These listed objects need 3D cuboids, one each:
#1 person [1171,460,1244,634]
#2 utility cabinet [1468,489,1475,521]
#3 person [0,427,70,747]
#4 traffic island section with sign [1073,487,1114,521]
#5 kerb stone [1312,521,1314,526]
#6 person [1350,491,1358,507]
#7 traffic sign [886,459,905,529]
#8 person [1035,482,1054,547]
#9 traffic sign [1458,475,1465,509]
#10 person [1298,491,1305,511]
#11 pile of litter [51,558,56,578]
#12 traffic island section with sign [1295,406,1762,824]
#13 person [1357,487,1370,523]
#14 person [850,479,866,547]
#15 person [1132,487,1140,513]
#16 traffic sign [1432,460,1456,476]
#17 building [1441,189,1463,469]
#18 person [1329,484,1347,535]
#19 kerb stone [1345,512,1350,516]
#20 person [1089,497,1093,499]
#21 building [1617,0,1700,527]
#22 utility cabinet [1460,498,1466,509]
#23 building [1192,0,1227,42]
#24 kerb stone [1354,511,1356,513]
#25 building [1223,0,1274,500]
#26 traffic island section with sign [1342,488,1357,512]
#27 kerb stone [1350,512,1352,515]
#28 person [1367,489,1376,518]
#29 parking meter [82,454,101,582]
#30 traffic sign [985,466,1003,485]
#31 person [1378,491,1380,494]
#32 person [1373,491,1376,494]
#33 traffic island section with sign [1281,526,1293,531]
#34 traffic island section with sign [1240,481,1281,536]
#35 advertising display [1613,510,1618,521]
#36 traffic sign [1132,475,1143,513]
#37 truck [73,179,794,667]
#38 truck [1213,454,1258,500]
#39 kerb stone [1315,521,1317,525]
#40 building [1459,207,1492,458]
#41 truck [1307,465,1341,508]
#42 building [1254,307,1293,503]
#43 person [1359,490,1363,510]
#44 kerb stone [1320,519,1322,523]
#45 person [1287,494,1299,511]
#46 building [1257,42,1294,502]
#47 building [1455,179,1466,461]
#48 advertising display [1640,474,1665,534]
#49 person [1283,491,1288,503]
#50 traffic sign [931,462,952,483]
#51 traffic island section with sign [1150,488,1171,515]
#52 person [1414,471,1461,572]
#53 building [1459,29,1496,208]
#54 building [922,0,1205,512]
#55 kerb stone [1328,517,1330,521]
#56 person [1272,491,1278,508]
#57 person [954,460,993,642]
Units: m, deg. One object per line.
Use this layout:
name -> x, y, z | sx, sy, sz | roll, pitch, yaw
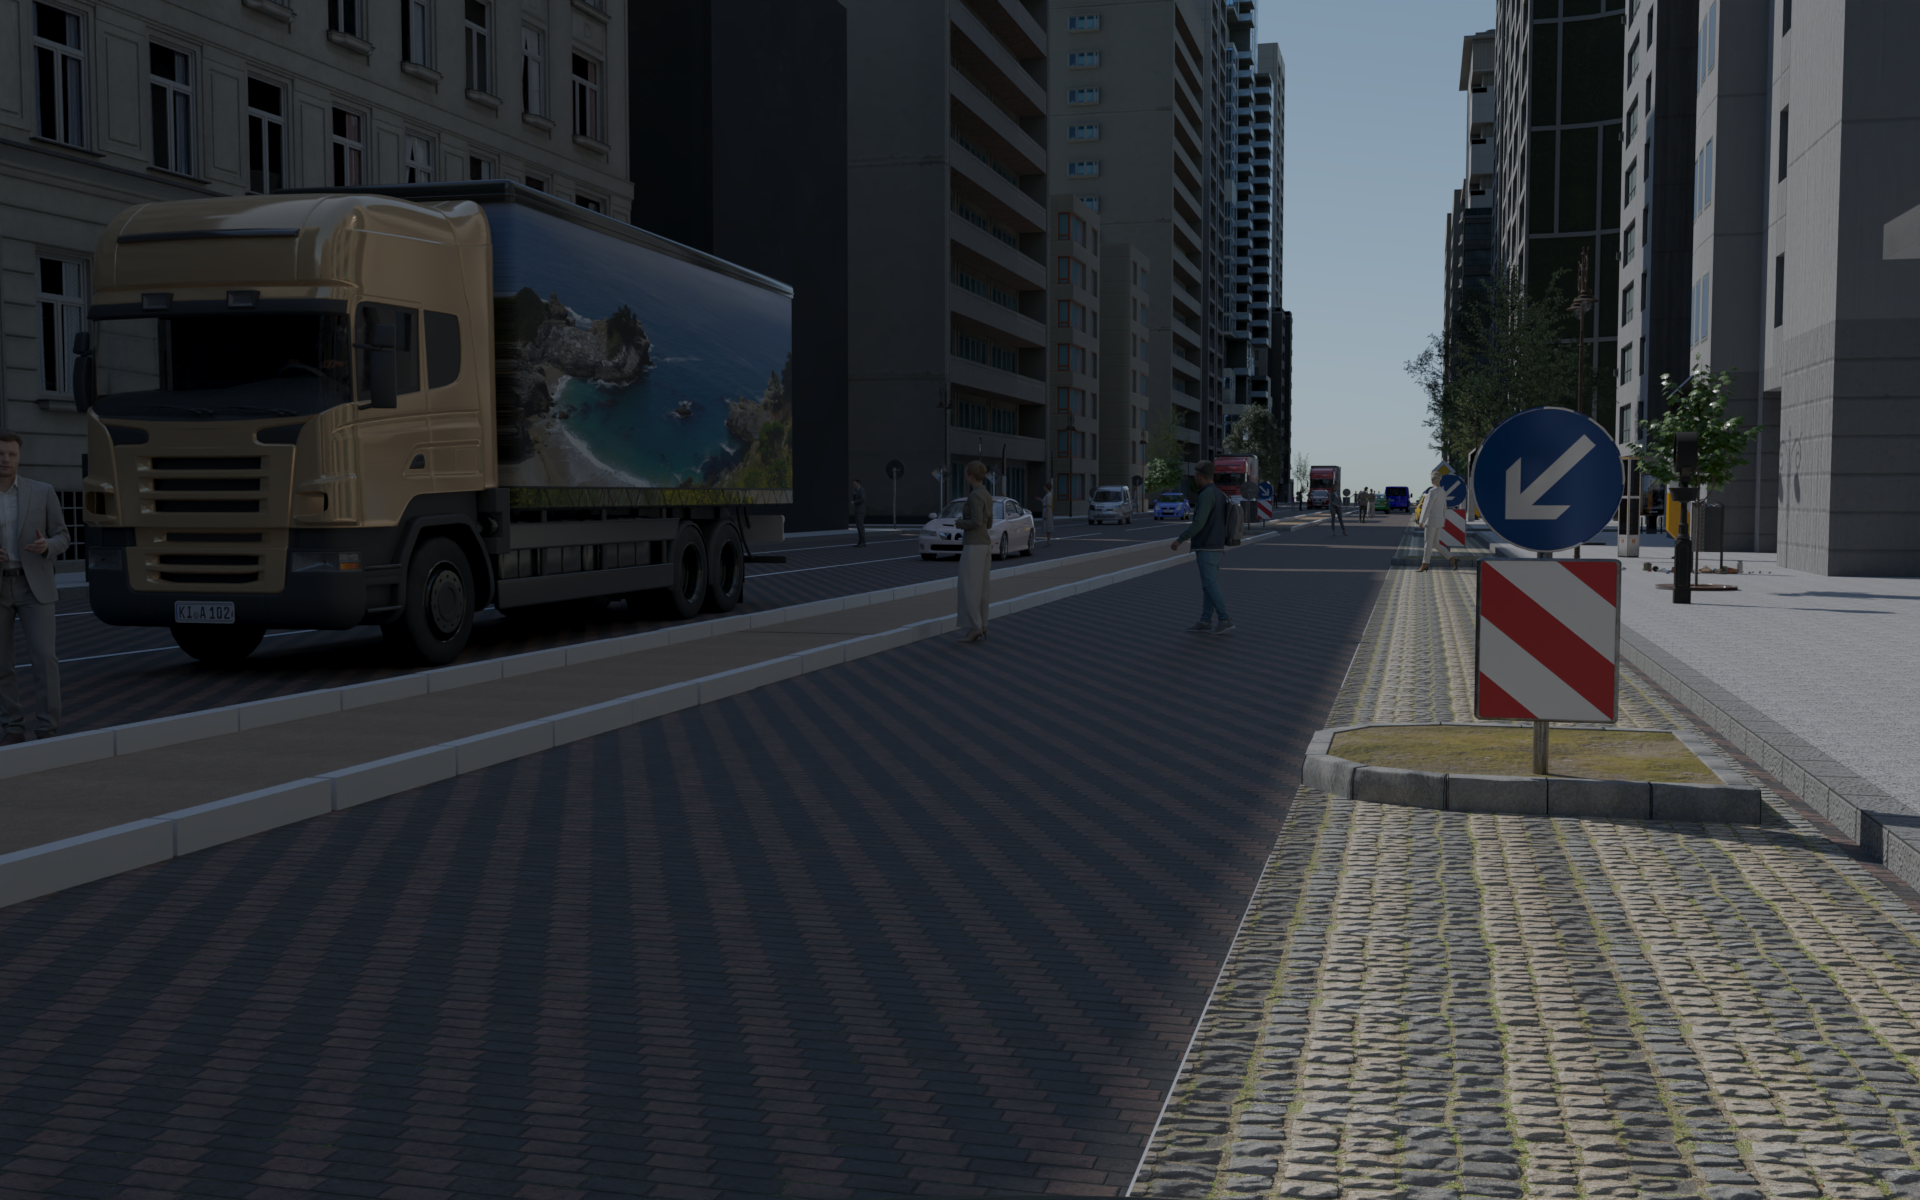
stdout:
person -> 2.568, -0.554, 17.906 | 0.721, 1.781, 0.623 | 1, 4, 15
utility cabinet -> 24.060, -4.450, 81.443 | 0.318, 1.500, 1.173 | 1, 4, 15
person -> -5.230, -0.052, 9.548 | 0.606, 1.804, 0.583 | -2, 4, -30
traffic island section with sign -> 7.198, -5.142, 92.698 | 1.989, 1.847, 2.006 | 1, 4, 15
kerb stone -> 15.579, -3.366, 77.237 | 0.120, 0.150, 1.000 | 1, 4, 15
person -> 44.673, -11.436, 195.558 | 1.350, 1.814, 0.705 | 0, 4, -4
traffic sign -> -2.379, -3.856, 63.159 | 0.768, 2.556, 0.104 | 1, 4, 23
person -> 2.307, -2.338, 47.290 | 0.524, 1.755, 0.480 | 0, 4, 5
traffic sign -> 32.968, -6.988, 114.357 | 0.768, 2.556, 0.104 | 1, 4, 22
person -> 29.329, -8.529, 148.669 | 0.721, 1.735, 1.217 | -1, 4, -15
pile of litter -> -13.294, -0.627, 24.215 | 1.176, 0.858, 1.719 | 0, 4, -2
traffic island section with sign -> 2.749, 0.001, 8.620 | 1.989, 1.847, 2.006 | 1, 4, 15
person -> 19.872, -4.690, 85.371 | 0.592, 1.802, 0.473 | 3, 4, 37
person -> -2.770, -2.361, 46.911 | 0.447, 1.846, 0.655 | -1, 4, -14
person -> 11.998, -6.857, 118.511 | 0.624, 1.780, 0.694 | 1, 4, 20
traffic sign -> 16.317, -3.438, 58.405 | 0.795, 2.593, 0.064 | 1, 4, 15
building -> 88.895, -40.055, 278.598 | 21.300, 48.544, 21.600 | 1, 4, 15
person -> 13.101, -3.135, 60.028 | 0.520, 1.790, 0.573 | -3, 4, -36
kerb stone -> 25.595, -5.670, 114.898 | 0.120, 0.150, 1.000 | 1, 4, 15
person -> 7.861, -5.735, 101.615 | 0.589, 1.601, 0.330 | 1, 4, 11
building -> 33.929, -18.103, 67.679 | 14.107, 30.474, 14.160 | 1, 4, 15
utility cabinet -> 32.354, -6.136, 111.477 | 0.306, 1.237, 1.020 | 1, 4, 11
building -> 22.000, -46.571, 199.687 | 20.563, 71.187, 20.611 | 1, 4, 15
kerb stone -> 28.247, -6.274, 124.783 | 0.120, 0.150, 1.000 | 1, 4, 15
building -> 33.291, -56.814, 241.579 | 22.319, 86.520, 31.000 | 1, 4, 15
traffic island section with sign -> 31.249, -8.076, 140.186 | 2.006, 1.907, 1.989 | 1, 4, 15
kerb stone -> 26.395, -5.851, 117.862 | 0.120, 0.150, 1.000 | 1, 4, 15
person -> 24.244, -5.691, 102.091 | 0.519, 1.759, 0.362 | 1, 4, 20
parking meter -> -12.619, -1.199, 25.311 | 0.255, 1.863, 0.399 | -1, 4, -9
traffic sign -> 1.372, -4.187, 70.651 | 0.795, 2.593, 0.064 | 1, 4, 15
person -> 43.315, -10.392, 179.125 | 1.217, 1.743, 0.721 | 1, 4, 12
person -> 46.512, -11.379, 194.486 | 1.348, 1.831, 0.705 | 1, 4, 21
traffic island section with sign -> 11.929, -3.635, 67.565 | 2.006, 1.907, 1.989 | 1, 4, 15
traffic island section with sign -> 10.014, -3.197, 60.408 | 2.006, 1.907, 1.989 | 1, 4, 15
advertising display -> 31.282, -4.721, 82.409 | 0.974, 1.923, 0.123 | 0, 4, -5
traffic sign -> 11.971, -7.156, 117.106 | 0.768, 2.556, 0.104 | 2, 4, 23
truck -> -4.651, -1.775, 17.936 | 2.839, 4.237, 11.283 | 1, 4, 13
truck -> 19.550, -8.215, 123.228 | 2.839, 4.237, 11.283 | 1, 4, 14
kerb stone -> 16.103, -3.487, 79.222 | 0.120, 0.150, 1.000 | 1, 4, 15
building -> 57.876, -24.665, 174.981 | 14.160, 30.474, 14.107 | 1, 4, 15
truck -> 36.175, -11.182, 171.745 | 2.839, 4.237, 11.283 | 1, 4, 16
building -> 43.080, -30.146, 264.591 | 14.160, 30.474, 14.107 | 1, 4, 15
person -> 35.570, -8.836, 153.528 | 0.434, 1.755, 0.990 | -1, 4, -15
kerb stone -> 17.156, -3.730, 83.178 | 0.120, 0.150, 1.000 | 1, 4, 15
person -> 27.612, -8.060, 143.509 | 0.991, 1.433, 0.599 | 1, 4, 13
building -> 43.987, -51.577, 281.536 | 20.563, 71.187, 20.611 | 1, 4, 15
building -> 78.462, -35.368, 232.887 | 22.147, 44.769, 28.867 | 1, 4, 15
advertising display -> 22.185, -3.077, 55.517 | 0.974, 1.923, 0.123 | -2, 4, -25
person -> 46.505, -14.746, 247.667 | 0.750, 1.759, 0.617 | -3, 5, -42
traffic sign -> -0.682, -3.715, 62.934 | 0.795, 2.593, 0.064 | 1, 4, 15
traffic island section with sign -> 14.137, -6.735, 118.749 | 1.989, 1.847, 2.006 | 1, 4, 15
person -> 8.678, -1.411, 31.442 | 0.818, 1.842, 0.514 | 1, 4, 20
building -> 70.346, -36.915, 192.804 | 28.713, 52.752, 27.495 | 1, 4, 15
building -> 10.002, -32.592, 156.586 | 21.300, 48.544, 21.600 | 1, 4, 15
kerb stone -> 19.009, -4.154, 90.114 | 0.120, 0.150, 1.000 | 1, 4, 15
person -> 31.988, -10.190, 175.912 | 0.742, 1.727, 0.445 | -2, 4, -35
person -> 0.122, -0.483, 16.938 | 0.362, 1.759, 0.519 | 1, 4, 19
